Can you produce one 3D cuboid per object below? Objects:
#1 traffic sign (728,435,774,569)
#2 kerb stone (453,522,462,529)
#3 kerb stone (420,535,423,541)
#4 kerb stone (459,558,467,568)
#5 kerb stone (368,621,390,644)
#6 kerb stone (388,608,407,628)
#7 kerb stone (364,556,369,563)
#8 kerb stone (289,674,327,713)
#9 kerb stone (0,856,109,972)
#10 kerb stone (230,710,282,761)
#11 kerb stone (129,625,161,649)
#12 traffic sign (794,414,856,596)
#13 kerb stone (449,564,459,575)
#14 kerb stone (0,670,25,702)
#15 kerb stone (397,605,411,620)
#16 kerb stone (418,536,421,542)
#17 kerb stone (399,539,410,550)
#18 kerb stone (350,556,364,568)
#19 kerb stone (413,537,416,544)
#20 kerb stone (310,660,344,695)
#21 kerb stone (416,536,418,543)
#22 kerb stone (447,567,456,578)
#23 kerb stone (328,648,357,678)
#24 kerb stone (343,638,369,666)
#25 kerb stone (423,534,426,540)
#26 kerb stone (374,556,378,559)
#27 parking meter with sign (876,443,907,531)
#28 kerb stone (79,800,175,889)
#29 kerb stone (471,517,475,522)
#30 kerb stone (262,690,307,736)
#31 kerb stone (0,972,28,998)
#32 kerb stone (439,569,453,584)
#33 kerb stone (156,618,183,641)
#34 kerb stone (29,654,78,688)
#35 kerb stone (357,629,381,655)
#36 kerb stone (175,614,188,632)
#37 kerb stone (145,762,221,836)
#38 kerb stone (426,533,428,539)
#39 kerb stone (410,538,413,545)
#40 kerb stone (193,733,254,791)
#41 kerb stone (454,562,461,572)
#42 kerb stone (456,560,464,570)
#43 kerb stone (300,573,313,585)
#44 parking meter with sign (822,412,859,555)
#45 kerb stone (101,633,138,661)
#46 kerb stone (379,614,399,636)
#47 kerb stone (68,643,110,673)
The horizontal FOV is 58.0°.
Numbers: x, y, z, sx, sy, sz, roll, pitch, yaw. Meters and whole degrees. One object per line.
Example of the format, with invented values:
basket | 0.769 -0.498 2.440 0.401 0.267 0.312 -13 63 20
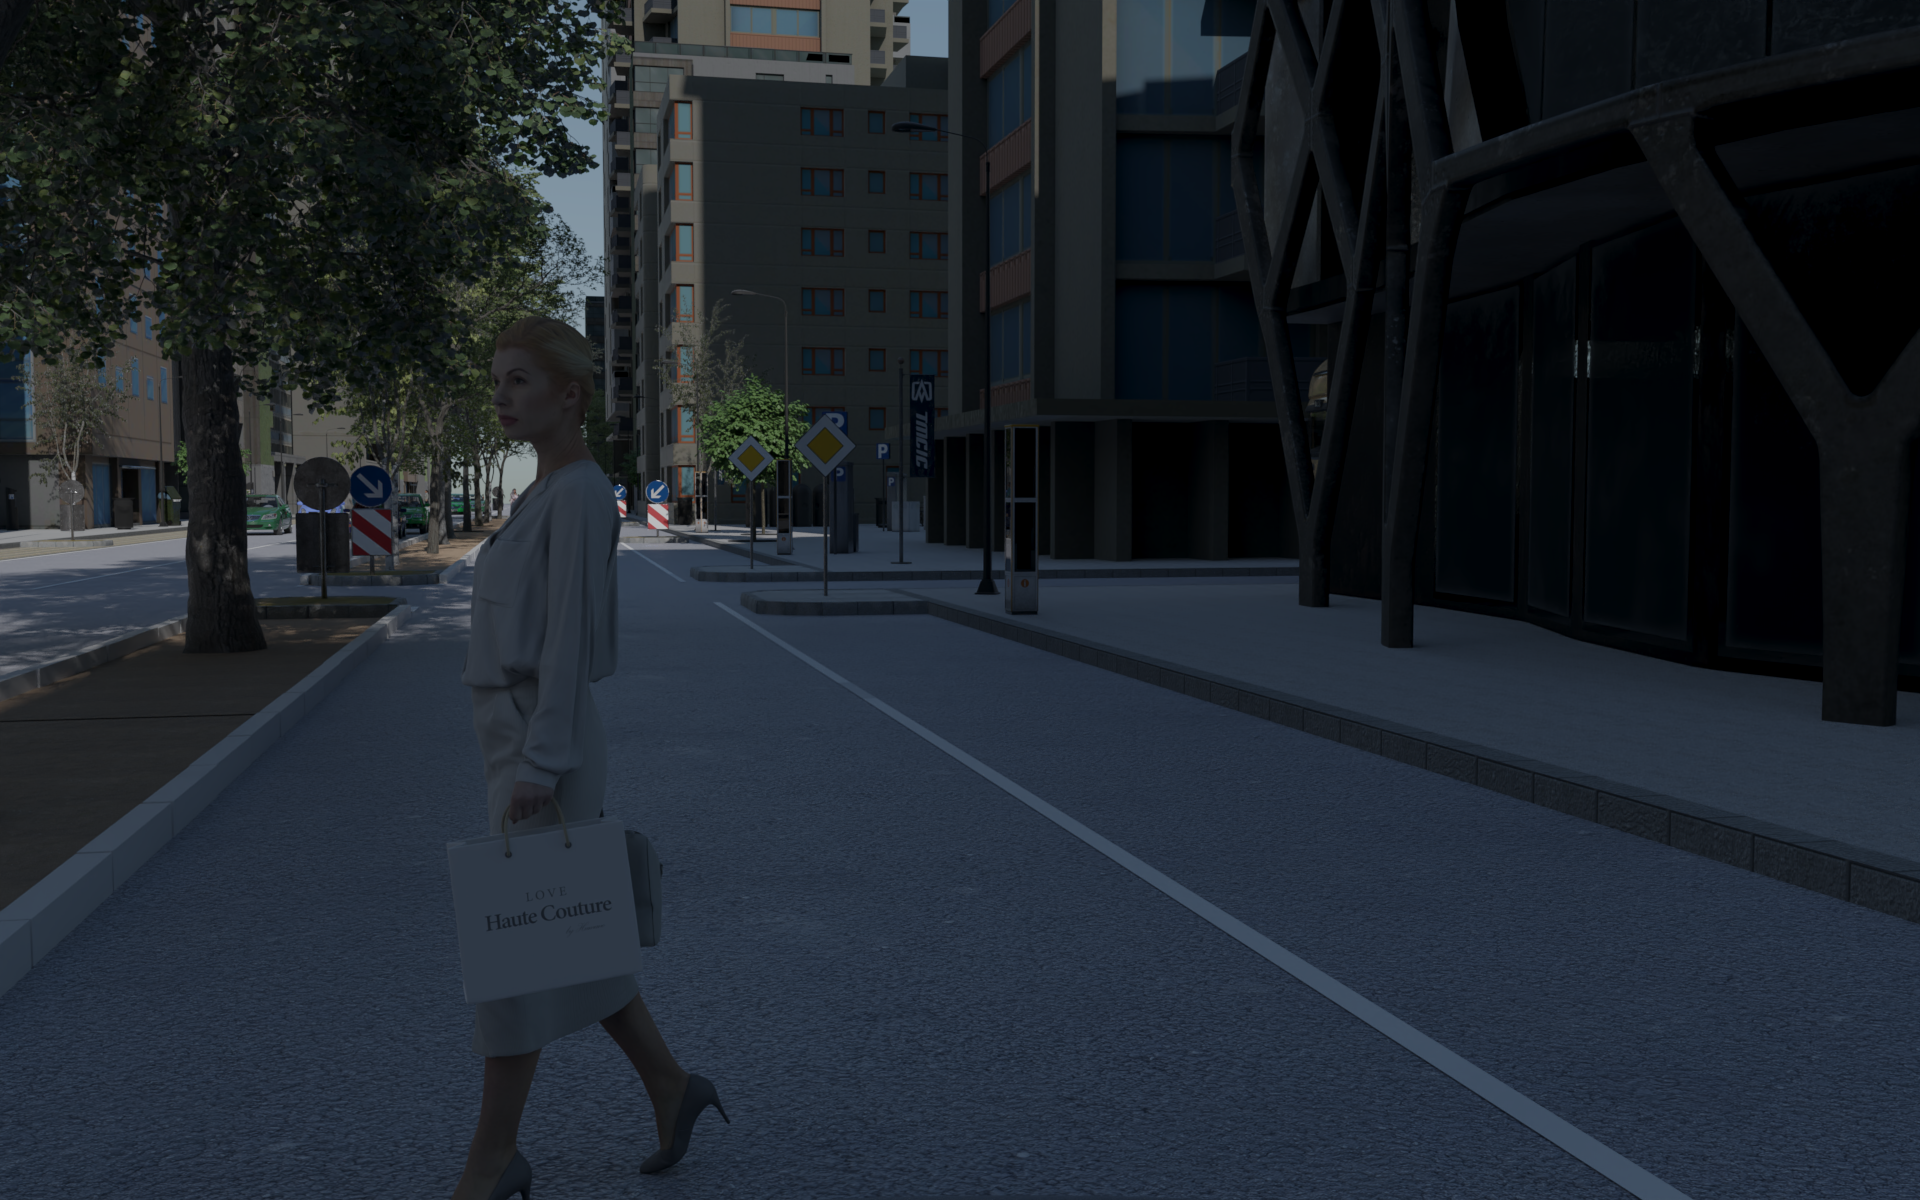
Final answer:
traffic sign | -3.560 -1.584 29.536 0.795 2.450 0.064 -1 4 -13
kerb stone | -21.910 -3.258 75.532 0.120 0.150 1.000 -1 4 -13
kerb stone | -16.166 -1.797 51.604 0.120 0.150 1.000 -1 4 -13
kerb stone | -9.564 -0.668 33.124 0.120 0.150 1.000 -1 4 -13
kerb stone | -5.622 0.337 16.681 0.120 0.150 1.000 -1 4 -13
kerb stone | -6.097 0.217 18.674 0.120 0.150 1.000 -1 4 -13
kerb stone | -12.332 -0.823 35.651 0.120 0.150 1.000 -1 4 -13
kerb stone | -4.418 0.642 11.699 0.120 0.150 1.000 -1 4 -13
kerb stone | -2.986 1.012 5.720 0.120 0.150 1.000 -1 4 -13
kerb stone | -3.950 0.765 9.703 0.120 0.150 1.000 -1 4 -13
kerb stone | -7.665 0.368 16.180 0.120 0.150 1.000 -1 4 -13
traffic sign | -1.695 -1.109 21.771 0.795 2.450 0.064 -1 4 -13
kerb stone | -8.852 -0.486 30.139 0.120 0.150 1.000 -1 4 -13
kerb stone | -6.711 0.614 12.195 0.120 0.150 1.000 -1 4 -13
kerb stone | -6.336 0.160 19.669 0.120 0.150 1.000 -1 4 -13
kerb stone | -15.917 -1.738 50.605 0.120 0.150 1.000 -1 4 -13
kerb stone | -14.969 -1.491 46.616 0.120 0.150 1.000 -1 4 -13
kerb stone | -12.097 -0.759 34.653 0.120 0.150 1.000 -1 4 -13
kerb stone | -15.441 -1.615 48.605 0.120 0.150 1.000 -1 4 -13
kerb stone | -4.657 0.581 12.693 0.120 0.150 1.000 -1 4 -13
kerb stone | -15.687 -1.676 49.597 0.120 0.150 1.000 -1 4 -13
kerb stone | -8.614 -0.425 29.143 0.120 0.150 1.000 -1 4 -13
kerb stone | -4.907 0.523 13.690 0.120 0.150 1.000 -1 4 -13
kerb stone | -5.143 0.459 14.684 0.120 0.150 1.000 -1 4 -13
kerb stone | -16.402 -1.860 52.601 0.120 0.150 1.000 -1 4 -13
kerb stone | -12.815 -0.946 37.658 0.120 0.150 1.000 -1 4 -13
parking meter with sign | -2.162 -3.903 60.081 0.543 3.016 1.738 2 4 34
kerb stone | -3.226 0.949 6.714 0.120 0.150 1.000 -1 4 -13
kerb stone | -26.458 -4.420 94.470 0.120 0.150 1.000 -1 4 -13
kerb stone | -4.185 0.704 10.701 0.120 0.150 1.000 -1 4 -13
kerb stone | -2.743 1.069 4.721 0.120 0.150 1.000 -1 4 -13
kerb stone | -8.372 -0.361 28.150 0.120 0.150 1.000 -1 4 -13
kerb stone | -7.902 0.316 17.176 0.120 0.150 1.000 -1 4 -13
kerb stone | -6.933 0.551 13.192 0.120 0.150 1.000 -1 4 -13
kerb stone | -5.381 0.399 15.688 0.120 0.150 1.000 -1 4 -13
kerb stone | -8.139 0.246 18.178 0.120 0.150 1.000 -1 4 -13
kerb stone | -3.461 0.887 7.713 0.120 0.150 1.000 -1 4 -13
kerb stone | -16.643 -1.920 53.594 0.120 0.150 1.000 -1 4 -13
kerb stone | -15.209 -1.554 47.610 0.120 0.150 1.000 -1 4 -13
kerb stone | -3.708 0.827 8.706 0.120 0.150 1.000 -1 4 -13
kerb stone | -9.096 -0.547 31.132 0.120 0.150 1.000 -1 4 -13
kerb stone | -9.328 -0.605 32.130 0.120 0.150 1.000 -1 4 -13
kerb stone | -10.421 -0.336 27.691 0.120 0.150 1.000 -1 4 -13
parking meter with sign | -2.543 -2.521 37.475 0.543 3.016 1.738 0 4 7
kerb stone | -7.409 0.429 15.186 0.120 0.150 1.000 -1 4 -13
kerb stone | -5.857 0.276 17.676 0.120 0.150 1.000 -1 4 -13
kerb stone | -7.178 0.492 14.191 0.120 0.150 1.000 -1 4 -13
